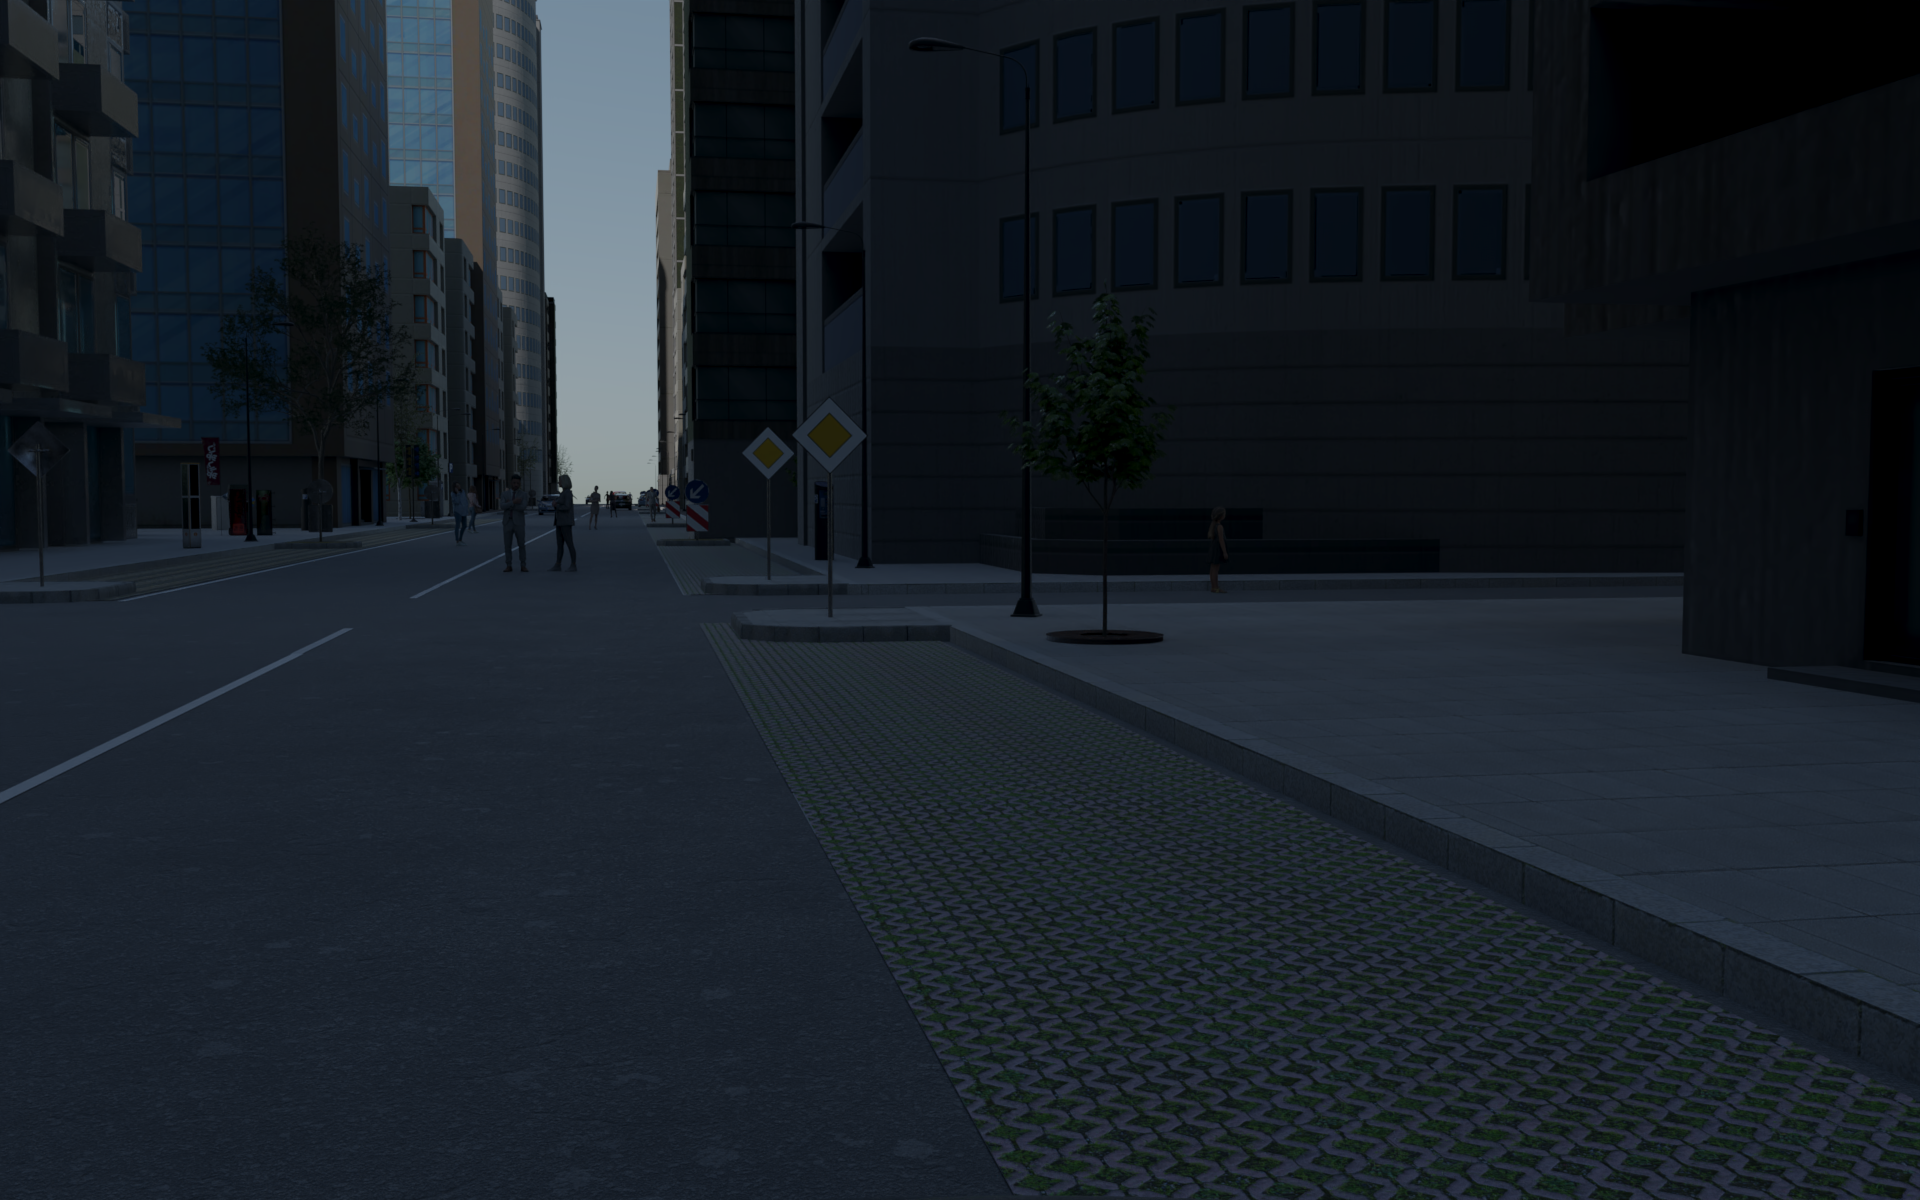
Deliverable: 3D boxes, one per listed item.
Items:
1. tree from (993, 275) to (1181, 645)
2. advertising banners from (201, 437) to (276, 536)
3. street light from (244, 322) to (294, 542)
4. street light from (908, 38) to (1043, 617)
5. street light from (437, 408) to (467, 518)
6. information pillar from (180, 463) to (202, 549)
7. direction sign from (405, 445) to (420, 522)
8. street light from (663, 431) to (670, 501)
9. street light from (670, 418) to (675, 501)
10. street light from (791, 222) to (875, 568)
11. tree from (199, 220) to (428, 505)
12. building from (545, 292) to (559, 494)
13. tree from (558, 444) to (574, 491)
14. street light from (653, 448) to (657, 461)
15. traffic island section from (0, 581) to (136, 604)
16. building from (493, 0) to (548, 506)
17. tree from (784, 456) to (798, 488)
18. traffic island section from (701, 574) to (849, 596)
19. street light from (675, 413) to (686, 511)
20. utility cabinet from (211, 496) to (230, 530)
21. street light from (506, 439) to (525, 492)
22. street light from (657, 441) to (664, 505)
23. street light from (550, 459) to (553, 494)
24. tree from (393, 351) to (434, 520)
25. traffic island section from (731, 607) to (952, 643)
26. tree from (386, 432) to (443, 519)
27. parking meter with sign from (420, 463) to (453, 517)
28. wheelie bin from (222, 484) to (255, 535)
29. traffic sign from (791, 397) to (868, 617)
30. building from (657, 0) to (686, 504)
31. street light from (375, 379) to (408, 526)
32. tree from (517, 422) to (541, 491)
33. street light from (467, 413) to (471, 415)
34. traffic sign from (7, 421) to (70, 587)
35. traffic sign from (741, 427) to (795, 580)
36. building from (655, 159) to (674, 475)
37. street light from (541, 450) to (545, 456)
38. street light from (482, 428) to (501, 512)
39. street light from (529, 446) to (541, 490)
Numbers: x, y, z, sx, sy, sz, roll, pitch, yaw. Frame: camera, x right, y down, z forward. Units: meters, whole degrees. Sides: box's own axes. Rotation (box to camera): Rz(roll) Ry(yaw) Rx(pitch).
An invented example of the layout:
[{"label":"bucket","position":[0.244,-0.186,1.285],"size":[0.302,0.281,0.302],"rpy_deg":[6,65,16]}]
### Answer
[{"label":"tree","position":[1.366,-1.262,15.239],"size":[1.663,3.219,1.824],"rpy_deg":[0,3,0]},{"label":"advertising banners","position":[-22.220,-3.496,53.340],"size":[2.074,3.025,0.090],"rpy_deg":[-1,4,-15]},{"label":"street light","position":[-18.634,-4.538,46.741],"size":[1.470,5.913,1.316],"rpy_deg":[-1,4,-11]},{"label":"street light","position":[0.164,-2.775,17.908],"size":[1.470,5.913,1.316],"rpy_deg":[-1,4,-11]},{"label":"street light","position":[-27.680,-7.412,93.724],"size":[1.470,5.913,1.316],"rpy_deg":[-1,4,-11]},{"label":"information pillar","position":[-18.138,-2.224,40.852],"size":[0.304,2.012,0.304],"rpy_deg":[2,4,32]},{"label":"direction sign","position":[-25.143,-5.358,79.596],"size":[0.379,3.537,0.876],"rpy_deg":[2,4,23]},{"label":"street light","position":[-20.975,-9.520,128.186],"size":[1.470,5.913,1.316],"rpy_deg":[-1,4,-11]},{"label":"street light","position":[-16.611,-8.100,104.976],"size":[1.470,5.913,1.316],"rpy_deg":[-1,4,-11]},{"label":"street light","position":[-2.184,-3.502,29.795],"size":[1.470,5.913,1.316],"rpy_deg":[-1,4,-11]},{"label":"tree","position":[-22.428,-7.683,60.028],"size":[8.767,10.594,7.601],"rpy_deg":[0,4,6]},{"label":"building","position":[-64.000,-28.821,242.923],"size":[14.160,30.474,14.107],"rpy_deg":[-1,4,-11]},{"label":"tree","position":[-58.989,-18.610,254.636],"size":[4.360,8.622,3.978],"rpy_deg":[0,3,0]},{"label":"street light","position":[-31.877,-13.026,185.517],"size":[1.470,5.913,1.316],"rpy_deg":[-1,4,-11]},{"label":"traffic island section","position":[-12.746,-0.106,24.011],"size":[2.009,0.180,2.903],"rpy_deg":[-1,4,-11]},{"label":"building","position":[-57.122,-39.656,190.374],"size":[21.231,58.520,28.212],"rpy_deg":[-1,4,-11]},{"label":"tree","position":[-3.926,-3.337,49.161],"size":[1.663,3.219,1.824],"rpy_deg":[0,3,0]},{"label":"traffic island section","position":[-2.834,-0.221,25.899],"size":[2.009,0.180,2.903],"rpy_deg":[-1,4,-11]},{"label":"street light","position":[-15.502,-7.788,99.876],"size":[1.470,5.913,1.316],"rpy_deg":[-1,4,-11]},{"label":"utility cabinet","position":[-26.163,-3.093,61.735],"size":[0.306,1.237,1.020],"rpy_deg":[2,4,27]},{"label":"street light","position":[-37.487,-10.575,145.440],"size":[1.470,5.913,1.316],"rpy_deg":[-1,4,-11]},{"label":"street light","position":[-25.533,-10.958,151.708],"size":[1.470,5.913,1.316],"rpy_deg":[-1,4,-11]},{"label":"street light","position":[-48.575,-14.110,203.233],"size":[1.470,5.913,1.316],"rpy_deg":[-1,4,-11]},{"label":"tree","position":[-27.445,-8.186,84.197],"size":[4.360,8.622,3.978],"rpy_deg":[0,3,0]},{"label":"traffic island section","position":[-1.331,0.258,18.056],"size":[2.009,0.180,2.903],"rpy_deg":[-1,4,-11]},{"label":"tree","position":[-28.355,-6.445,89.085],"size":[4.285,4.588,4.351],"rpy_deg":[0,3,0]},{"label":"parking meter with sign","position":[-29.403,-6.175,97.218],"size":[1.738,3.016,0.543],"rpy_deg":[0,4,3]},{"label":"wheelie bin","position":[-22.557,-2.832,54.212],"size":[0.980,1.594,0.693],"rpy_deg":[-1,4,-13]},{"label":"traffic sign","position":[-1.353,-0.877,17.974],"size":[0.795,2.450,0.064],"rpy_deg":[-1,4,-11]},{"label":"building","position":[-29.181,-48.151,225.514],"size":[20.563,71.187,20.611],"rpy_deg":[-1,4,-11]},{"label":"street light","position":[-22.827,-5.939,69.651],"size":[1.470,5.913,1.316],"rpy_deg":[-1,4,-11]},{"label":"tree","position":[-43.723,-13.527,171.527],"size":[4.360,8.622,3.978],"rpy_deg":[0,3,0]},{"label":"street light","position":[-28.681,-7.745,99.172],"size":[1.470,5.913,1.316],"rpy_deg":[-1,4,-11]},{"label":"traffic sign","position":[-12.725,-1.242,23.954],"size":[0.795,2.450,0.064],"rpy_deg":[-1,4,-11]},{"label":"traffic sign","position":[-2.855,-1.356,25.817],"size":[0.795,2.450,0.064],"rpy_deg":[-1,4,-11]},{"label":"building","position":[-32.336,-38.151,247.477],"size":[21.300,48.544,21.600],"rpy_deg":[-1,4,-11]},{"label":"street light","position":[-44.188,-12.711,180.360],"size":[1.470,5.913,1.316],"rpy_deg":[-1,4,-11]},{"label":"street light","position":[-33.174,-9.175,122.553],"size":[1.470,5.913,1.316],"rpy_deg":[-1,4,-11]},{"label":"street light","position":[-41.998,-12.016,168.995],"size":[1.470,5.913,1.316],"rpy_deg":[-1,4,-11]}]
